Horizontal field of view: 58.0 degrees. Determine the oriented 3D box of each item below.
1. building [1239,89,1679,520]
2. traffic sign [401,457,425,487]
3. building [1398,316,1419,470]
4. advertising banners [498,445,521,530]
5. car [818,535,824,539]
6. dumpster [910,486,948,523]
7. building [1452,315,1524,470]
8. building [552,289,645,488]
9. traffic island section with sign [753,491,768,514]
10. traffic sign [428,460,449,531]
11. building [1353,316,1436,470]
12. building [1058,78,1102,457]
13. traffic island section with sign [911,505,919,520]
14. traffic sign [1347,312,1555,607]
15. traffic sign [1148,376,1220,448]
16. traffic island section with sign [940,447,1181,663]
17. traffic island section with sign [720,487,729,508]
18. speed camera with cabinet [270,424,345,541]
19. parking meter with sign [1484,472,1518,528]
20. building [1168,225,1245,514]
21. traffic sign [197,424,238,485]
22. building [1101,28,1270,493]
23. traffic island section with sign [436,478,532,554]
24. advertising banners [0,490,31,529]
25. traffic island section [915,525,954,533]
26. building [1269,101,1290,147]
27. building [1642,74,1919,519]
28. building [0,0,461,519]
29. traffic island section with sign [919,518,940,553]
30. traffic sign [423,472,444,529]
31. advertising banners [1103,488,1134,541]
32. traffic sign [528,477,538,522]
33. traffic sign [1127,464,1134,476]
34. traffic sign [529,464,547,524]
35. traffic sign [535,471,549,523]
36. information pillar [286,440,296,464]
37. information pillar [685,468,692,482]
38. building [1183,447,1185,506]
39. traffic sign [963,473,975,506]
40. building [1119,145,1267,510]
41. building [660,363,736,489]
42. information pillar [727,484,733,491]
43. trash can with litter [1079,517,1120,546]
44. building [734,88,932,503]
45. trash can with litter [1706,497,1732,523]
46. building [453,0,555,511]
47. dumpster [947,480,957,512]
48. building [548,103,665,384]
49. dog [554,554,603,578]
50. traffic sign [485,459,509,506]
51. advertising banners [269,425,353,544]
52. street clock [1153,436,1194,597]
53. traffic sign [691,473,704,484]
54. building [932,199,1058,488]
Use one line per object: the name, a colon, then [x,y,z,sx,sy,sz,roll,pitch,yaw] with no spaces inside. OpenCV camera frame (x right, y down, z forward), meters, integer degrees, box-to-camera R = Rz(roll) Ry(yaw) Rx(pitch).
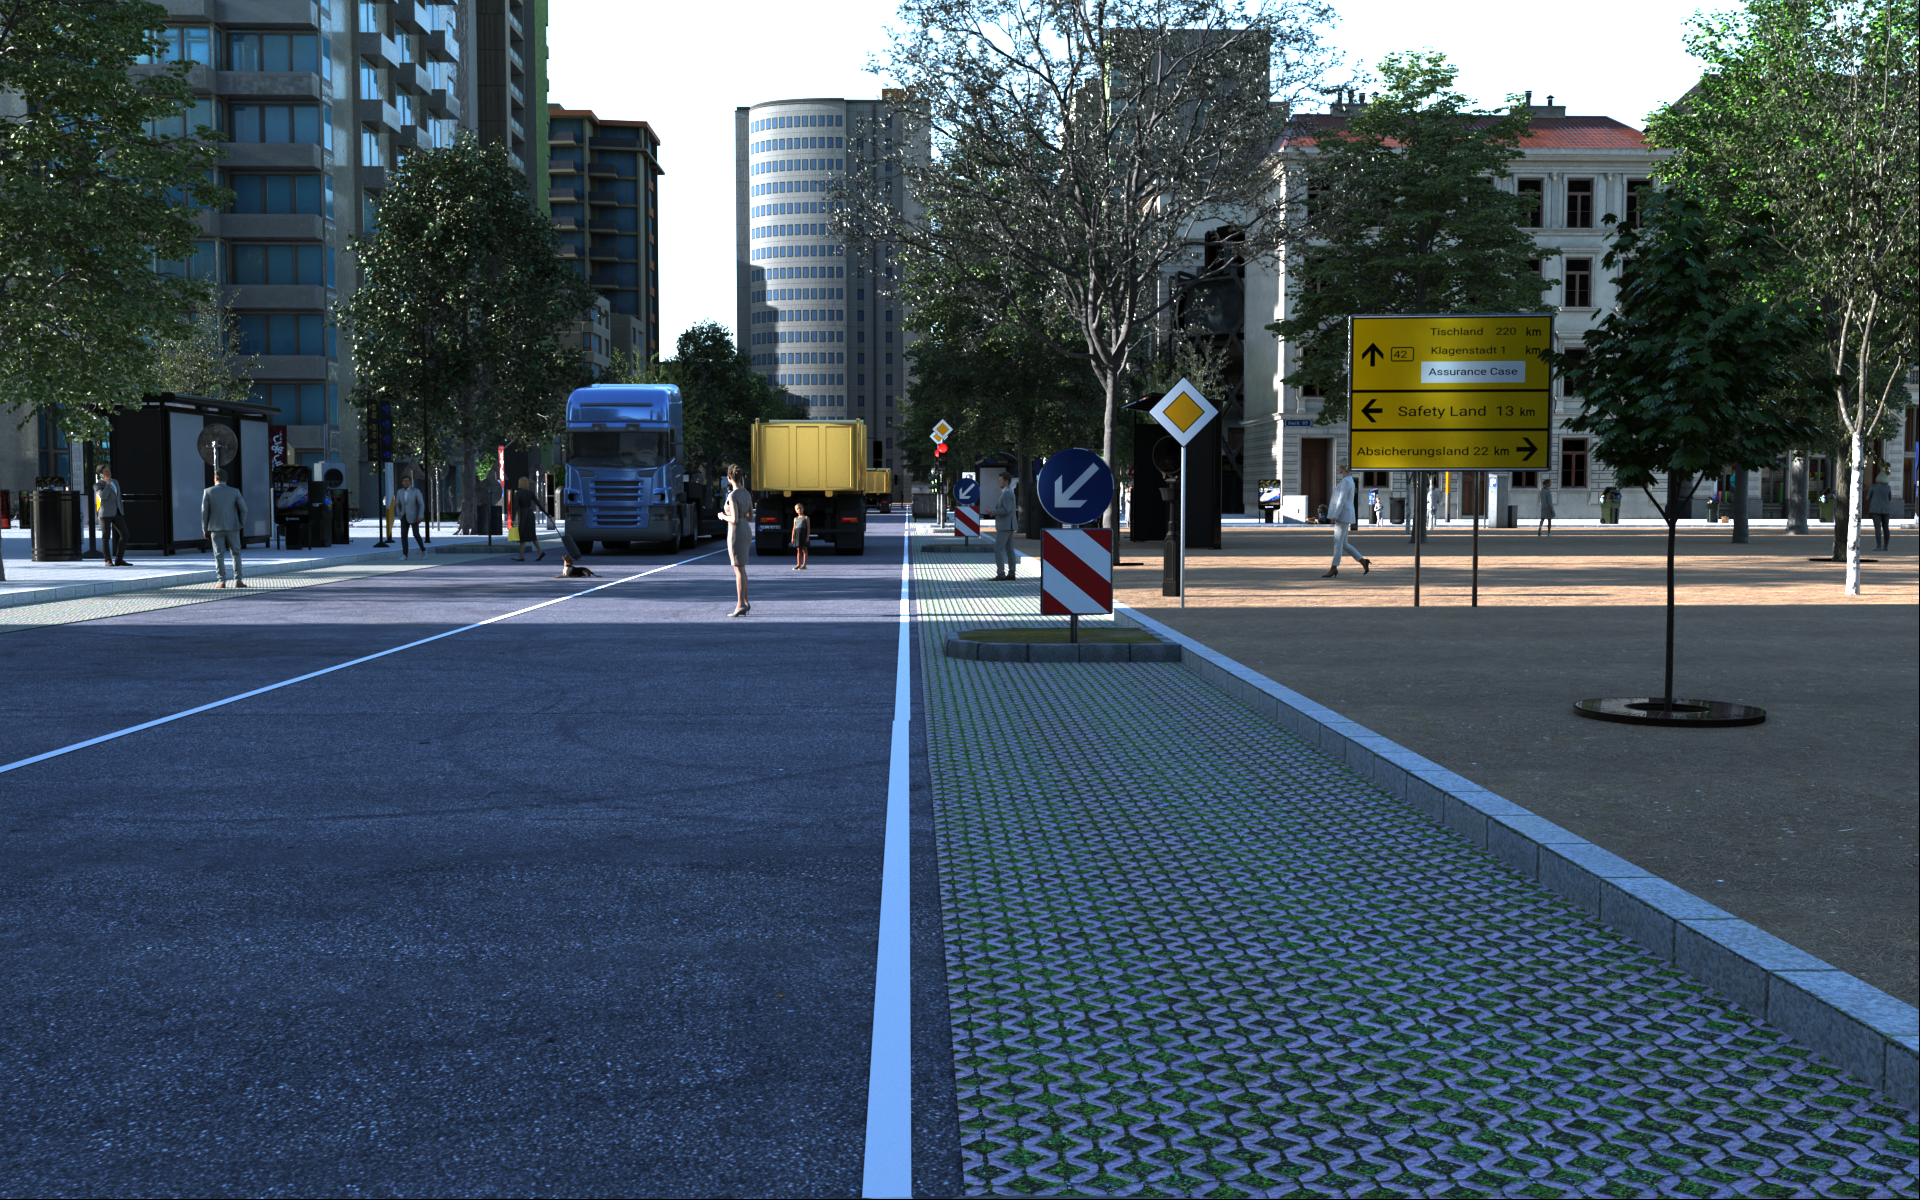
building: [25.821,-15.631,91.718,21.152,22.565,11.583,0,4,-2]
traffic sign: [-19.050,-3.690,60.343,0.884,2.594,0.081,0,4,3]
building: [47.787,-31.832,204.044,14.086,41.232,14.154,0,4,-2]
advertising banners: [-16.077,-4.016,61.851,0.090,3.025,2.074,-2,4,-35]
car: [-5.141,-2.691,55.995,2.014,1.417,4.499,0,4,-1]
dumpster: [-1.533,-4.794,86.590,1.865,1.857,1.264,0,3,0]
building: [61.883,-31.824,203.910,14.086,41.232,14.154,0,4,-2]
building: [-45.350,-19.328,161.053,27.650,21.520,28.899,0,4,-2]
traffic island section with sign: [-14.067,-7.127,125.146,1.989,1.847,2.006,0,4,-2]
traffic sign: [-18.101,-3.666,60.050,0.768,2.556,0.104,0,4,3]
building: [60.500,-29.515,254.277,14.107,30.474,14.160,0,4,-2]
building: [22.817,-35.204,199.280,21.300,48.544,21.600,0,4,-2]
traffic island section with sign: [-1.597,-5.424,97.317,1.989,1.847,2.006,0,4,-2]
traffic sign: [5.530,-1.574,19.615,2.265,3.308,0.079,0,4,5]
traffic sign: [2.521,-1.204,19.419,0.795,2.593,0.064,0,4,8]
traffic island section with sign: [0.861,-0.425,15.574,1.989,1.847,2.006,0,4,-2]
traffic island section with sign: [-13.265,-5.479,98.203,1.989,1.847,2.006,0,4,-2]
speed camera with cabinet: [-18.196,-3.292,48.156,2.038,3.252,0.660,-3,5,-43]
parking meter with sign: [20.226,-4.201,64.939,1.738,3.016,0.543,-2,4,-35]
building: [22.351,-15.253,116.833,16.820,18.784,16.811,0,4,-2]
traffic sign: [-13.450,-1.912,31.373,0.768,2.556,0.104,0,4,6]
building: [19.607,-28.917,156.392,14.154,41.232,14.086,0,4,-2]
traffic island section with sign: [-11.573,-2.062,42.343,1.989,1.847,2.006,0,4,-2]
advertising banners: [-35.065,-4.114,63.458,2.074,3.025,0.090,-3,4,-37]
traffic island section: [-0.624,-2.597,64.748,2.009,0.180,2.903,0,4,-2]
building: [28.383,-29.599,175.828,32.217,40.220,23.993,0,4,-2]
building: [46.350,-16.128,92.575,19.941,23.489,11.050,0,4,-2]
building: [-41.827,-29.313,98.884,23.786,49.044,30.456,0,4,-2]
traffic island section with sign: [0.039,-2.102,42.992,1.989,1.847,2.006,0,4,-2]
traffic sign: [-19.249,-3.862,63.154,0.884,2.594,0.081,0,4,5]
advertising banners: [4.858,-3.121,47.224,2.074,3.025,0.090,1,4,11]
traffic sign: [-19.395,-4.851,79.323,0.884,2.594,0.081,0,4,4]
traffic sign: [5.254,-3.051,49.884,0.884,2.594,0.081,0,4,2]
traffic sign: [-17.857,-4.479,73.343,0.768,2.556,0.104,0,4,2]
traffic sign: [-18.218,-4.493,75.584,0.606,2.300,0.079,0,4,0]
information pillar: [-28.777,-5.086,74.505,0.504,3.616,0.183,1,4,20]
information pillar: [-20.013,-8.349,127.861,0.504,3.616,0.183,-1,4,-15]
building: [31.877,-36.897,253.381,14.200,45.320,14.600,0,4,-2]
traffic sign: [0.434,-4.914,82.472,0.606,2.300,0.079,0,4,4]
building: [20.166,-21.360,136.623,14.401,28.519,23.554,0,4,-2]
building: [-46.995,-25.267,258.150,28.899,21.520,27.650,0,4,-2]
information pillar: [-17.177,-7.633,129.292,0.304,2.012,0.304,1,4,22]
trash can with litter: [3.227,-1.781,40.511,1.055,1.170,0.624,1,4,9]
building: [-18.351,-43.580,254.539,28.212,58.520,21.231,0,4,-2]
trash can with litter: [33.727,-4.012,76.979,1.055,1.170,0.624,2,4,30]
building: [-38.982,-27.269,129.436,14.154,41.232,14.086,0,4,-2]
dumpster: [-0.139,-7.449,124.284,1.502,2.255,1.985,0,4,-2]
building: [-47.238,-33.171,196.974,28.867,44.769,22.147,0,4,-2]
dog: [-6.552,-0.583,29.721,0.748,0.427,0.550,1,4,10]
traffic sign: [-17.355,-3.968,64.880,0.884,2.594,0.081,0,4,-1]
advertising banners: [-16.546,-2.926,44.027,2.074,3.025,0.090,0,4,-8]
street clock: [2.668,-1.047,21.694,0.471,2.002,0.358,2,4,34]
traffic sign: [-15.783,-6.369,104.245,0.768,2.556,0.104,0,4,-1]
building: [10.245,-36.802,256.339,28.867,44.769,22.147,0,4,-2]
